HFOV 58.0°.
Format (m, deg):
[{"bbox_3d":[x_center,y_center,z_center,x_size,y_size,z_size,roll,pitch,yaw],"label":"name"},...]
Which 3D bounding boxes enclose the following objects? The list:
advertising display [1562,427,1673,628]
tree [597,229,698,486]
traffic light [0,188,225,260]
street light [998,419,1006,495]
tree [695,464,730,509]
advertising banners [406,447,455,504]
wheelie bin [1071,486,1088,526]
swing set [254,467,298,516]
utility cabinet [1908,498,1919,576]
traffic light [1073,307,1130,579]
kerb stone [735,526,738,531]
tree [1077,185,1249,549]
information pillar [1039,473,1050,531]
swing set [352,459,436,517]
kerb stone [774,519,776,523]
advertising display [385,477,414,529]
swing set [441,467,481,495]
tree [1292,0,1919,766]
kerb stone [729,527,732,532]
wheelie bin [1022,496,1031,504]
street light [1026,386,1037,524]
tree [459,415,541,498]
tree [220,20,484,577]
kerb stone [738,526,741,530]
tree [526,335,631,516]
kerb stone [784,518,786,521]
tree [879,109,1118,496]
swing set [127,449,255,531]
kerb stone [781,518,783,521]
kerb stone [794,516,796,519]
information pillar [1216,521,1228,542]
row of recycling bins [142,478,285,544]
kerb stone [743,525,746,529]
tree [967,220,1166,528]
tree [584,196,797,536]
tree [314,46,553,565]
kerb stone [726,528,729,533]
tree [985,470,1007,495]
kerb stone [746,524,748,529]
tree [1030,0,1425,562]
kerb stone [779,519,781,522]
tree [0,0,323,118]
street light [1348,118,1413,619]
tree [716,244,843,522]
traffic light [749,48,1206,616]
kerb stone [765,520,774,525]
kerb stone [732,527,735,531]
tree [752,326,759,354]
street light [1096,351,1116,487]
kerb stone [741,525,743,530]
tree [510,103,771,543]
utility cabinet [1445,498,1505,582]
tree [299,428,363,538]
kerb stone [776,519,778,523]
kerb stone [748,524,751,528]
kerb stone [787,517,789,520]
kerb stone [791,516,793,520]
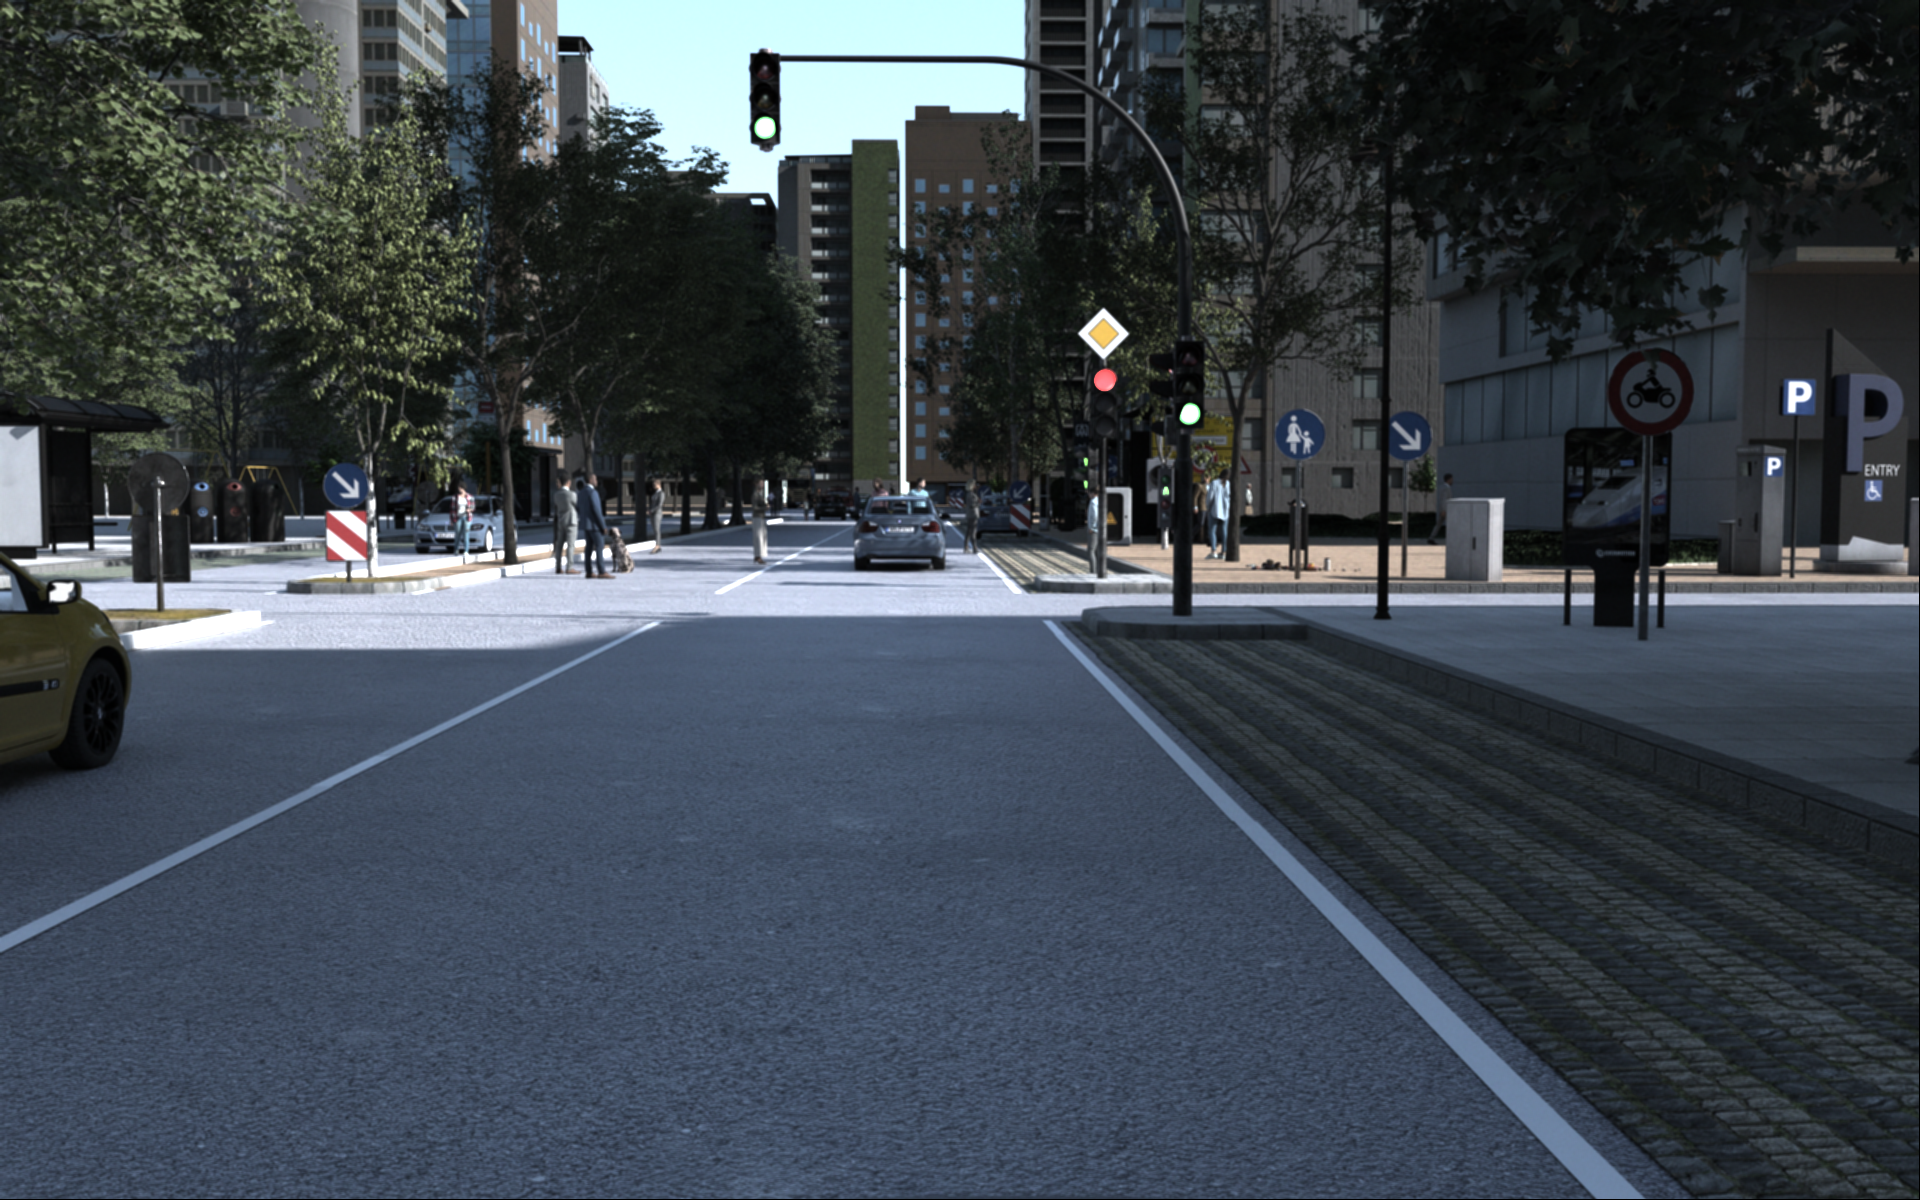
[{"bbox_3d":[6.342,-0.705,16.745,0.974,1.923,0.123,1,4,23],"label":"advertising display"},{"bbox_3d":[-9.993,-9.170,69.391,9.611,12.733,9.660,0,3,0],"label":"tree"},{"bbox_3d":[-13.427,-3.131,25.863,4.771,5.953,1.251,0,4,-1],"label":"traffic light"},{"bbox_3d":[2.442,-7.843,101.026,0.468,5.910,1.993,0,4,-1],"label":"street light"},{"bbox_3d":[-21.593,-10.218,150.773,4.285,4.588,4.351,0,3,0],"label":"tree"},{"bbox_3d":[-20.028,-4.235,65.430,0.090,3.025,2.074,3,5,41],"label":"advertising banners"},{"bbox_3d":[4.686,-3.732,68.920,0.693,1.594,0.980,3,5,41],"label":"wheelie bin"},{"bbox_3d":[-40.081,-6.232,99.520,2.862,2.851,3.119,1,4,10],"label":"swing set"},{"bbox_3d":[15.460,-0.977,27.138,1.020,1.237,0.306,2,4,33],"label":"utility cabinet"},{"bbox_3d":[2.139,-2.280,26.203,0.839,4.253,0.868,0,4,-1],"label":"traffic light"},{"bbox_3d":[-8.815,-2.745,67.138,0.120,0.150,1.000,0,4,-1],"label":"kerb stone"},{"bbox_3d":[4.709,-5.462,39.668,4.737,8.622,4.395,0,3,0],"label":"tree"},{"bbox_3d":[2.942,-3.405,60.171,0.304,2.012,0.304,1,4,20],"label":"information pillar"},{"bbox_3d":[-25.748,-4.932,78.252,3.119,2.851,2.862,0,4,4],"label":"swing set"},{"bbox_3d":[-9.216,-3.814,84.547,0.120,0.150,1.000,0,4,-1],"label":"kerb stone"},{"bbox_3d":[-20.589,-3.574,63.646,0.974,1.923,0.123,-1,4,-11],"label":"advertising display"},{"bbox_3d":[-28.668,-6.222,99.342,3.119,2.851,2.862,1,4,11],"label":"swing set"},{"bbox_3d":[5.061,-5.561,7.926,9.611,12.733,9.660,0,3,0],"label":"tree"},{"bbox_3d":[-8.760,-2.618,65.086,0.120,0.150,1.000,0,4,-1],"label":"kerb stone"},{"bbox_3d":[3.166,-4.770,85.902,0.693,1.594,0.980,2,4,32],"label":"wheelie bin"},{"bbox_3d":[3.023,-6.132,73.038,0.468,5.910,1.993,0,4,-1],"label":"street light"},{"bbox_3d":[-18.665,-5.281,70.063,4.285,4.588,4.351,0,3,0],"label":"tree"},{"bbox_3d":[-9.233,-4.529,26.865,4.737,8.622,4.395,0,3,0],"label":"tree"},{"bbox_3d":[-8.835,-2.811,68.160,0.120,0.150,1.000,0,4,-1],"label":"kerb stone"},{"bbox_3d":[-19.522,-11.548,99.183,12.009,13.543,11.850,0,3,0],"label":"tree"},{"bbox_3d":[-9.362,-4.187,90.719,0.120,0.150,1.000,0,4,-1],"label":"kerb stone"},{"bbox_3d":[1.900,-14.210,88.225,12.611,20.169,13.585,0,3,0],"label":"tree"},{"bbox_3d":[-27.244,-3.878,61.026,2.862,2.851,3.119,1,4,18],"label":"swing set"},{"bbox_3d":[-9.312,-4.066,88.669,0.120,0.150,1.000,0,4,-1],"label":"kerb stone"},{"bbox_3d":[-9.526,-4.630,97.890,0.120,0.150,1.000,0,4,-1],"label":"kerb stone"},{"bbox_3d":[7.080,-2.565,46.438,0.304,2.012,0.304,3,4,38],"label":"information pillar"},{"bbox_3d":[-19.546,-2.340,45.376,3.534,1.692,1.069,-3,5,-44],"label":"row of recycling bins"},{"bbox_3d":[-8.882,-2.937,70.210,0.120,0.150,1.000,0,4,-1],"label":"kerb stone"},{"bbox_3d":[4.126,-8.513,64.951,9.928,11.665,9.643,0,3,0],"label":"tree"},{"bbox_3d":[-9.409,-8.035,59.584,9.928,11.665,9.643,0,3,0],"label":"tree"},{"bbox_3d":[-9.056,-6.002,34.998,8.767,10.594,7.601,0,4,-1],"label":"tree"},{"bbox_3d":[-8.746,-2.556,64.061,0.120,0.150,1.000,0,4,-1],"label":"kerb stone"},{"bbox_3d":[2.558,-7.642,119.555,1.663,3.219,1.824,0,3,0],"label":"tree"},{"bbox_3d":[-8.914,-2.999,71.236,0.120,0.150,1.000,0,4,-1],"label":"kerb stone"},{"bbox_3d":[5.024,-5.986,32.281,8.767,10.594,7.601,1,4,22],"label":"tree"},{"bbox_3d":[-9.292,-4.003,87.644,0.120,0.150,1.000,0,4,-1],"label":"kerb stone"},{"bbox_3d":[-8.801,-5.765,14.844,7.486,12.596,7.792,0,3,0],"label":"tree"},{"bbox_3d":[4.341,-2.742,17.618,0.468,5.910,1.993,0,4,-1],"label":"street light"},{"bbox_3d":[-10.429,-11.004,89.022,9.857,13.997,8.962,0,3,0],"label":"tree"},{"bbox_3d":[0.235,-2.652,18.031,4.771,5.953,1.251,0,4,-1],"label":"traffic light"},{"bbox_3d":[-9.199,-3.751,83.525,0.120,0.150,1.000,0,4,-1],"label":"kerb stone"},{"bbox_3d":[-8.790,-2.686,66.113,0.120,0.150,1.000,0,4,-1],"label":"kerb stone"},{"bbox_3d":[-9.140,-6.503,43.199,8.767,10.594,7.601,0,4,-1],"label":"tree"},{"bbox_3d":[3.817,-4.411,44.915,0.468,5.910,1.993,0,4,-1],"label":"street light"},{"bbox_3d":[-8.866,-2.873,69.182,0.120,0.150,1.000,0,4,-1],"label":"kerb stone"},{"bbox_3d":[-9.477,-7.962,50.761,7.486,12.596,7.792,0,3,0],"label":"tree"},{"bbox_3d":[7.664,-0.898,25.842,0.306,1.237,1.020,-1,4,-20],"label":"utility cabinet"},{"bbox_3d":[-18.578,-3.444,50.913,1.663,3.219,1.824,0,3,0],"label":"tree"},{"bbox_3d":[-9.243,-3.876,85.574,0.120,0.150,1.000,0,4,-1],"label":"kerb stone"},{"bbox_3d":[-8.936,-3.061,72.258,0.120,0.150,1.000,0,4,-1],"label":"kerb stone"},{"bbox_3d":[-9.412,-4.316,92.763,0.120,0.150,1.000,0,4,-1],"label":"kerb stone"},{"bbox_3d":[-9.482,-4.504,95.829,0.120,0.150,1.000,0,4,-1],"label":"kerb stone"}]
